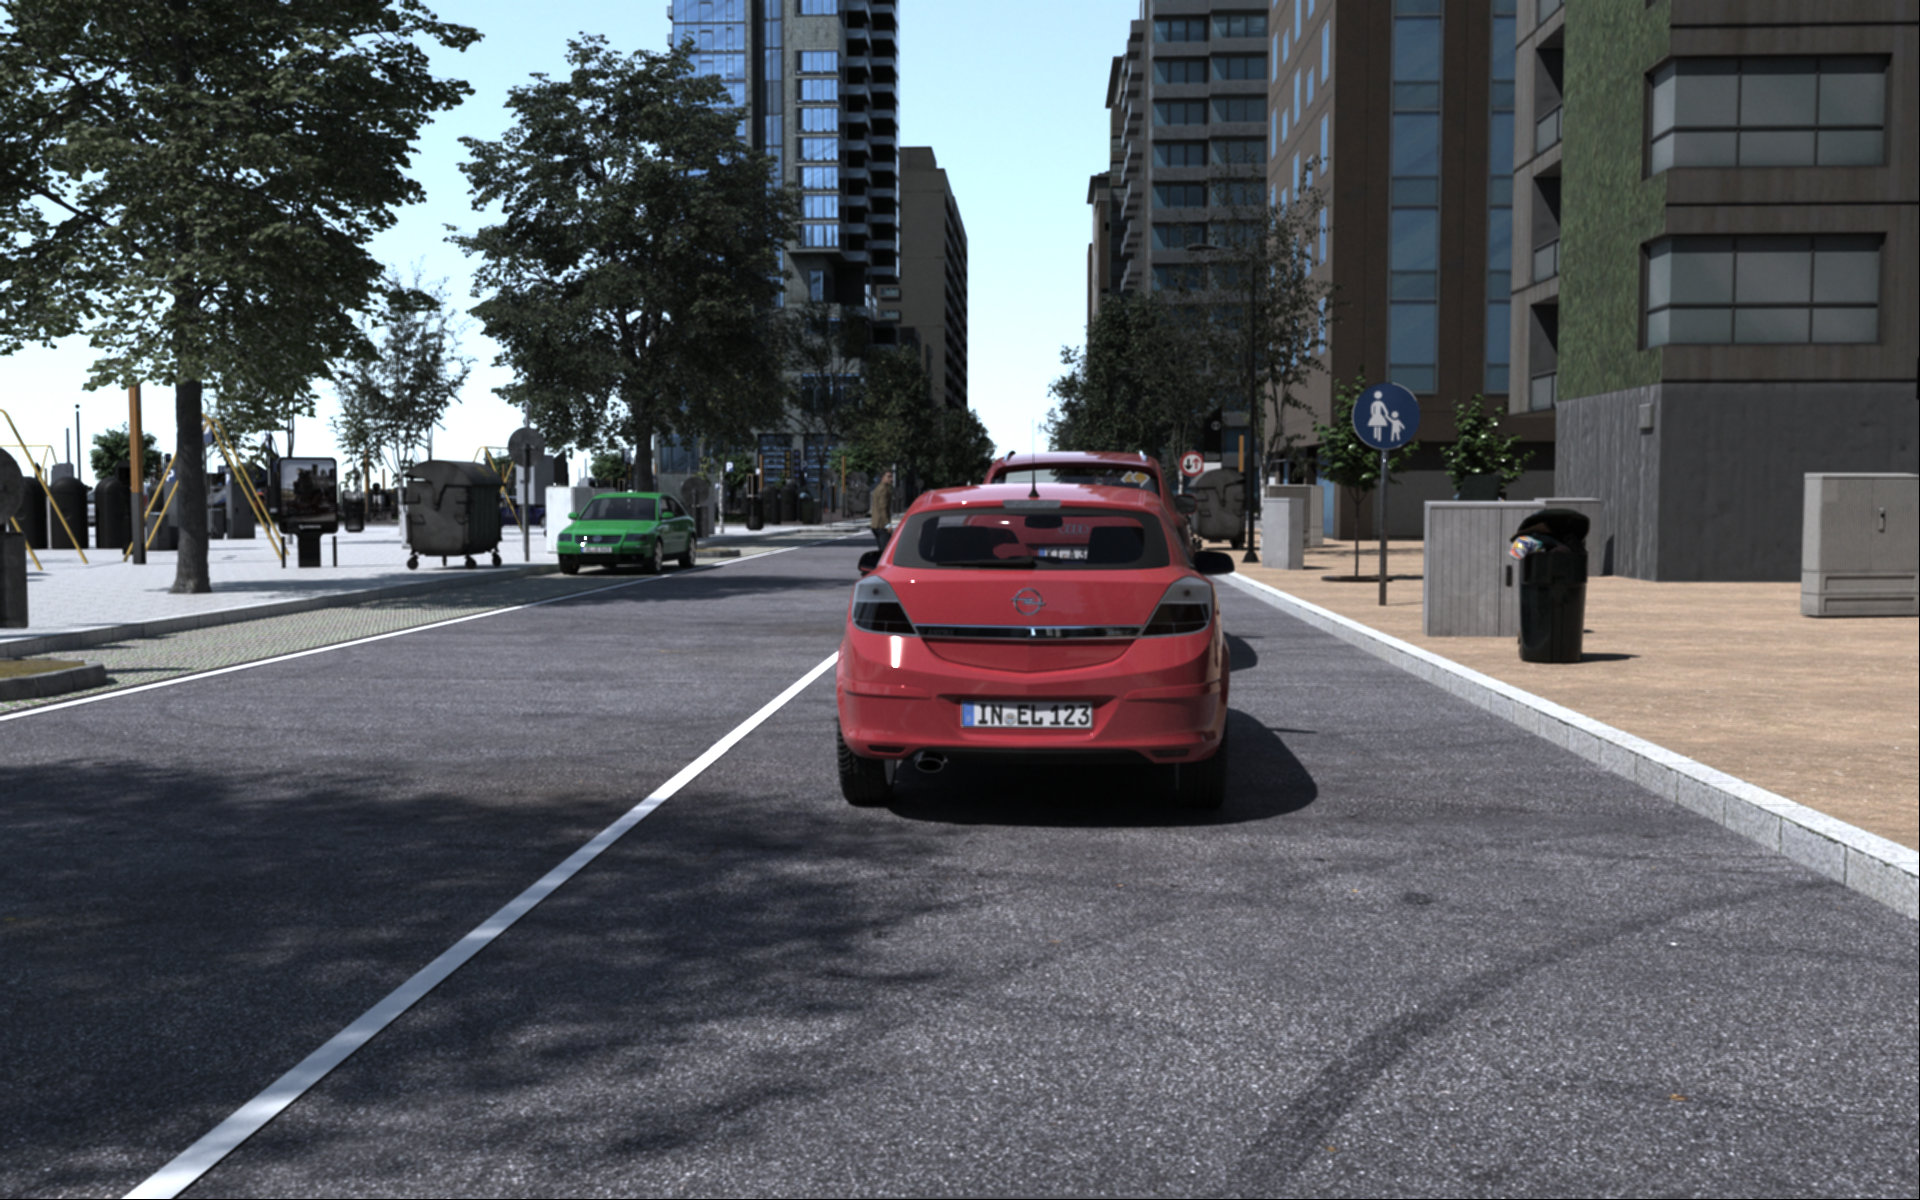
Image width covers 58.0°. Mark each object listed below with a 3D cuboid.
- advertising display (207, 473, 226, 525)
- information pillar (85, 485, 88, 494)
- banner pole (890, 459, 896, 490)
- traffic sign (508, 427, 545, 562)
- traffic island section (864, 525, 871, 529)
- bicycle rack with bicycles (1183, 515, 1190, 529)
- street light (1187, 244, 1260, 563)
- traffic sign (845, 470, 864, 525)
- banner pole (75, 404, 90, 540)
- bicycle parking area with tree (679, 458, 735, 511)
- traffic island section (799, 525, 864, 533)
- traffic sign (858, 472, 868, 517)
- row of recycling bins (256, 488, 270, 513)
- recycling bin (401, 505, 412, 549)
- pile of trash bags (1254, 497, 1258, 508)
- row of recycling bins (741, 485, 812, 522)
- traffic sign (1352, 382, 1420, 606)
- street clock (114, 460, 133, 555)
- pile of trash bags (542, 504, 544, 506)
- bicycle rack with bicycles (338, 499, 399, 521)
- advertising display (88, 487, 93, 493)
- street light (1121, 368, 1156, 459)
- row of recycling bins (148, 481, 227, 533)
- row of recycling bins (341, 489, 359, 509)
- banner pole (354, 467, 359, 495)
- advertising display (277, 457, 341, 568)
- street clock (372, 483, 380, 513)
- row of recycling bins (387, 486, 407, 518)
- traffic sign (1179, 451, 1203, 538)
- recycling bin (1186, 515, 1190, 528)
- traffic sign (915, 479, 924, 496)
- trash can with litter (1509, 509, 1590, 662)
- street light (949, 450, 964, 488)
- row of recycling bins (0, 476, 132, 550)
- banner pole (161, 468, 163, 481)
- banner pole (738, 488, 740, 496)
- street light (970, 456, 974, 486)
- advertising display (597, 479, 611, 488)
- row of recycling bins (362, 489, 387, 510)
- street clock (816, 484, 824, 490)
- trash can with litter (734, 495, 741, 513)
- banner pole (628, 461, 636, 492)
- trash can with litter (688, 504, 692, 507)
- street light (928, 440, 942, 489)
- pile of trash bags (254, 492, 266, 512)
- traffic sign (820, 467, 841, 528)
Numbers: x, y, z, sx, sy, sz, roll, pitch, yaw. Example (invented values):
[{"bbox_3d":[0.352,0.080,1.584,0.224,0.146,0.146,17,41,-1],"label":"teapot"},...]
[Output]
[{"bbox_3d":[-22.705,-2.918,52.930,0.123,1.923,0.974,3,5,43],"label":"advertising display"},{"bbox_3d":[-69.523,-8.146,137.684,0.304,2.012,0.304,3,5,44],"label":"information pillar"},{"bbox_3d":[-4.719,-8.042,121.508,0.401,3.779,0.863,-3,4,-39],"label":"banner pole"},{"bbox_3d":[-8.232,-2.003,32.862,0.768,2.556,0.104,1,4,12],"label":"traffic sign"},{"bbox_3d":[-4.453,-3.082,72.677,2.009,0.180,2.903,0,4,3],"label":"traffic island section"},{"bbox_3d":[8.097,-2.902,60.831,2.925,0.926,2.852,0,4,2],"label":"bicycle rack with bicycles"},{"bbox_3d":[4.909,-3.656,32.311,1.470,5.913,1.316,0,4,3],"label":"street light"},{"bbox_3d":[-4.429,-4.218,72.614,0.795,2.450,0.064,0,4,3],"label":"traffic sign"},{"bbox_3d":[-24.601,-3.571,48.407,0.401,3.779,0.863,-2,4,-24],"label":"banner pole"},{"bbox_3d":[-19.065,-9.028,134.611,9.016,4.147,8.231,-1,4,-21],"label":"bicycle parking area with tree"},{"bbox_3d":[-4.842,-2.595,64.701,2.009,0.180,2.903,0,4,3],"label":"traffic island section"},{"bbox_3d":[-5.589,-6.021,98.554,0.768,2.556,0.104,1,4,10],"label":"traffic sign"},{"bbox_3d":[-43.917,-6.276,109.731,3.534,1.692,1.069,2,4,33],"label":"row of recycling bins"},{"bbox_3d":[-12.666,-1.729,40.826,0.722,1.027,0.722,1,4,14],"label":"recycling bin"},{"bbox_3d":[21.599,-7.292,128.982,1.912,1.369,3.447,-1,4,-18],"label":"pile of trash bags"},{"bbox_3d":[-8.485,-4.531,81.194,3.534,1.692,1.069,0,4,-6],"label":"row of recycling bins"},{"bbox_3d":[4.866,-1.208,19.858,0.768,2.556,0.104,0,4,6],"label":"traffic sign"},{"bbox_3d":[-17.592,-1.961,36.628,0.471,2.002,0.358,1,4,14],"label":"street clock"},{"bbox_3d":[-20.390,-4.949,90.661,3.447,1.369,1.912,0,4,-3],"label":"pile of trash bags"},{"bbox_3d":[-28.722,-4.338,84.309,2.925,0.926,2.852,0,4,-1],"label":"bicycle rack with bicycles"},{"bbox_3d":[-75.252,-8.812,149.290,0.974,1.923,0.123,-1,4,-13],"label":"advertising display"},{"bbox_3d":[6.655,-5.594,64.010,1.470,5.913,1.316,0,4,3],"label":"street light"},{"bbox_3d":[-24.948,-3.008,56.298,1.069,1.692,3.534,1,4,17],"label":"row of recycling bins"},{"bbox_3d":[-51.380,-8.682,149.062,3.534,1.692,1.069,-2,4,-27],"label":"row of recycling bins"},{"bbox_3d":[-49.594,-9.311,142.255,0.863,3.779,0.401,3,5,41],"label":"banner pole"},{"bbox_3d":[-11.376,-1.530,30.230,0.974,1.923,0.123,-2,4,-29],"label":"advertising display"},{"bbox_3d":[-37.381,-6.508,110.970,0.358,2.002,0.471,2,4,25],"label":"street clock"},{"bbox_3d":[-30.028,-5.261,93.130,1.069,1.692,3.534,-1,4,-21],"label":"row of recycling bins"},{"bbox_3d":[6.829,-3.111,50.965,0.768,2.556,0.104,0,4,8],"label":"traffic sign"},{"bbox_3d":[8.339,-3.176,64.481,0.722,1.027,0.722,1,4,18],"label":"recycling bin"},{"bbox_3d":[-3.357,-8.796,143.918,0.768,2.556,0.104,0,4,5],"label":"traffic sign"},{"bbox_3d":[4.522,-0.128,13.488,0.624,1.170,1.055,1,4,9],"label":"trash can with litter"},{"bbox_3d":[-0.601,-12.730,180.677,1.470,5.913,1.316,0,4,3],"label":"street light"},{"bbox_3d":[-21.215,-2.036,40.398,3.534,1.692,1.069,-1,4,-15],"label":"row of recycling bins"},{"bbox_3d":[-67.345,-9.527,145.785,0.863,3.779,0.401,1,4,10],"label":"banner pole"},{"bbox_3d":[-17.625,-9.148,139.580,0.863,3.779,0.401,1,4,19],"label":"banner pole"},{"bbox_3d":[0.989,-14.669,212.383,1.470,5.913,1.316,0,4,3],"label":"street light"},{"bbox_3d":[-15.588,-4.323,75.896,0.123,1.923,0.974,1,4,19],"label":"advertising display"},{"bbox_3d":[-43.865,-7.639,132.017,1.069,1.692,3.534,2,4,26],"label":"row of recycling bins"},{"bbox_3d":[-9.465,-6.889,117.202,0.471,2.002,0.358,-2,4,-23],"label":"street clock"},{"bbox_3d":[-13.821,-6.138,111.406,2.233,1.210,1.678,-3,5,-44],"label":"trash can with litter"},{"bbox_3d":[-24.606,-8.544,129.710,0.863,3.779,0.401,-1,4,-13],"label":"banner pole"},{"bbox_3d":[-17.671,-6.178,112.062,1.678,1.210,2.233,0,4,4],"label":"trash can with litter"},{"bbox_3d":[-2.155,-10.791,148.969,1.470,5.913,1.316,0,4,3],"label":"street light"},{"bbox_3d":[-54.991,-7.627,134.459,1.912,1.369,3.447,-3,5,-40],"label":"pile of trash bags"},{"bbox_3d":[-4.818,-3.731,64.638,0.795,2.450,0.064,0,4,3],"label":"traffic sign"}]
